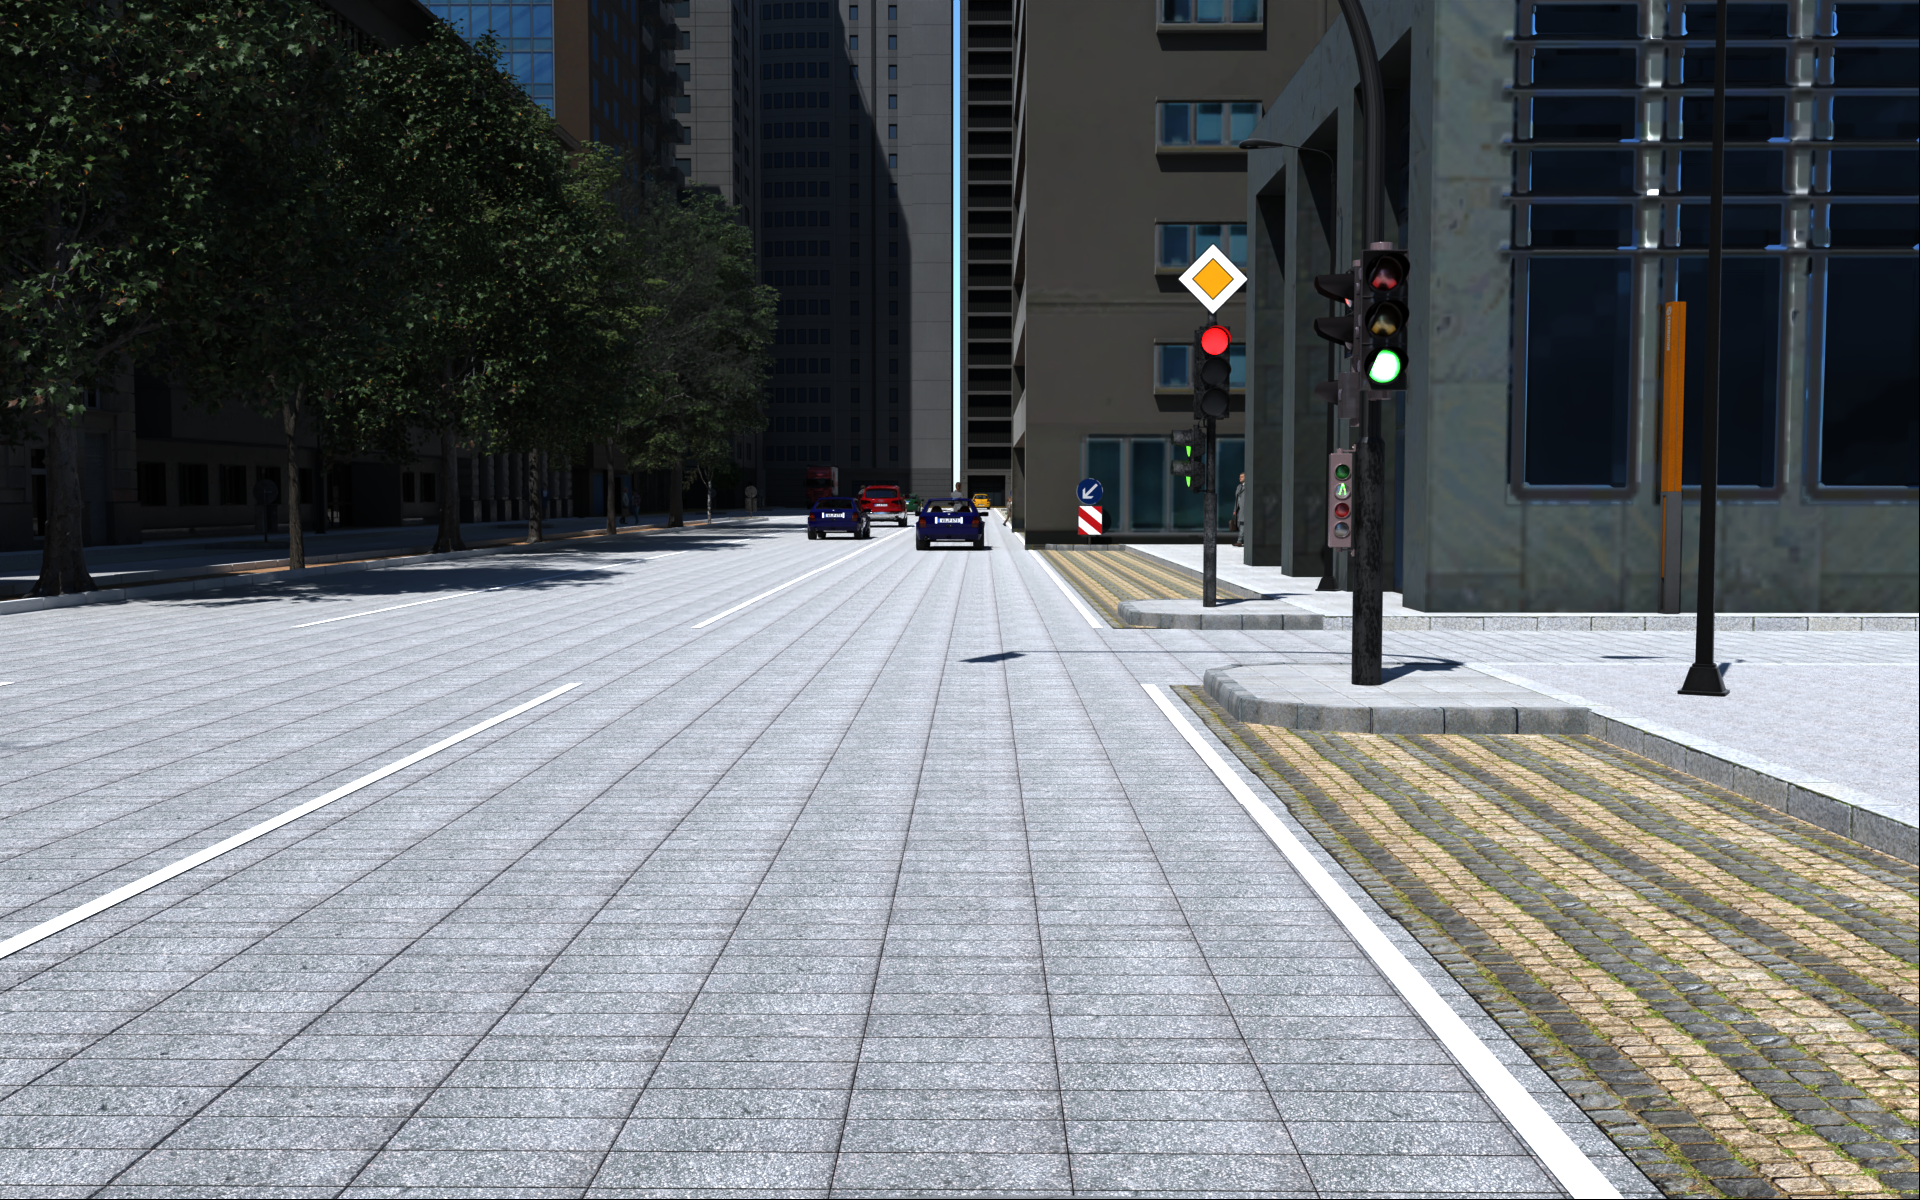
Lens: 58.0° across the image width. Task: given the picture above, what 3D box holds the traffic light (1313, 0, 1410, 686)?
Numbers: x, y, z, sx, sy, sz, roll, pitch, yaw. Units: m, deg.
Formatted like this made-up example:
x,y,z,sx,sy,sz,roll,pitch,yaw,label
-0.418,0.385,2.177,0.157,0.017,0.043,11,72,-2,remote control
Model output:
x,y,z,sx,sy,sz,roll,pitch,yaw,label
0.625,-2.252,11.482,4.771,5.953,1.251,0,4,1,traffic light

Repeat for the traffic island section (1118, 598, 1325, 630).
x,y,z,sx,sy,sz,roll,pitch,yaw,label
2.859,0.158,19.695,2.009,0.180,2.903,0,4,1,traffic island section

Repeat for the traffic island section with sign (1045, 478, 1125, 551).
x,y,z,sx,sy,sz,roll,pitch,yaw,label
3.171,-2.185,44.357,1.989,1.847,2.006,0,4,1,traffic island section with sign

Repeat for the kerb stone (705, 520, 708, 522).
x,y,z,sx,sy,sz,roll,pitch,yaw,label
-12.680,-3.872,85.520,0.120,0.150,1.000,0,4,1,kerb stone

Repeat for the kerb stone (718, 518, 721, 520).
x,y,z,sx,sy,sz,roll,pitch,yaw,label
-12.628,-4.124,89.623,0.120,0.150,1.000,0,4,1,kerb stone

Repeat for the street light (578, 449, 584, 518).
x,y,z,sx,sy,sz,roll,pitch,yaw,label
-19.528,-7.283,91.613,1.470,5.913,1.316,0,4,1,street light

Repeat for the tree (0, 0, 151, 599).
x,y,z,sx,sy,sz,roll,pitch,yaw,label
-12.349,-6.372,23.649,9.611,12.733,9.660,0,3,0,tree

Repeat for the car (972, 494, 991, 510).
x,y,z,sx,sy,sz,roll,pitch,yaw,label
1.908,-9.206,160.746,2.015,1.641,3.980,0,4,-1,car

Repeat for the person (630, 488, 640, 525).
x,y,z,sx,sy,sz,roll,pitch,yaw,label
-14.809,-4.269,79.135,0.563,1.720,0.643,3,5,42,person

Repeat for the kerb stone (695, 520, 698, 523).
x,y,z,sx,sy,sz,roll,pitch,yaw,label
-12.733,-3.684,82.436,0.120,0.150,1.000,0,4,1,kerb stone

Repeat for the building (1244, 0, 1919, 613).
x,y,z,sx,sy,sz,roll,pitch,yaw,label
20.668,-43.692,27.033,31.000,86.520,22.319,0,4,1,building

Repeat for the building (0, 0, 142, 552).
x,y,z,sx,sy,sz,roll,pitch,yaw,label
-26.770,-14.330,31.565,12.463,27.353,25.104,0,4,1,building

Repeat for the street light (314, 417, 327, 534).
x,y,z,sx,sy,sz,roll,pitch,yaw,label
-20.100,-5.087,55.714,1.470,5.913,1.316,0,4,1,street light

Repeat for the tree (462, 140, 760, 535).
x,y,z,sx,sy,sz,roll,pitch,yaw,label
-12.141,-8.997,59.931,12.009,13.543,11.850,0,3,0,tree

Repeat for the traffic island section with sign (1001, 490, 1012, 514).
x,y,z,sx,sy,sz,roll,pitch,yaw,label
4.508,-8.559,148.560,1.989,1.847,2.006,0,4,1,traffic island section with sign

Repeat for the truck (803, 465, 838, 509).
x,y,z,sx,sy,sz,roll,pitch,yaw,label
-13.298,-10.875,166.725,2.839,4.237,11.283,0,4,-1,truck

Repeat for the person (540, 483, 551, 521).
x,y,z,sx,sy,sz,roll,pitch,yaw,label
-19.989,-4.726,83.329,0.581,1.822,0.654,0,4,-8,person

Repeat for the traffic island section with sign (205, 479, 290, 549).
x,y,z,sx,sy,sz,roll,pitch,yaw,label
-18.428,-2.253,45.465,1.989,1.847,2.006,0,4,1,traffic island section with sign

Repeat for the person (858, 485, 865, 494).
x,y,z,sx,sy,sz,roll,pitch,yaw,label
-4.515,-4.503,81.924,0.447,1.846,0.655,1,4,21,person

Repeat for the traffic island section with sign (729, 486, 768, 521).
x,y,z,sx,sy,sz,roll,pitch,yaw,label
-11.510,-5.293,94.683,2.006,1.907,1.989,0,4,1,traffic island section with sign

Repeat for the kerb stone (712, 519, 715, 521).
x,y,z,sx,sy,sz,roll,pitch,yaw,label
-12.657,-3.998,87.568,0.120,0.150,1.000,0,4,1,kerb stone

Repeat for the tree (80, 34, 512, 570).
x,y,z,sx,sy,sz,roll,pitch,yaw,label
-12.356,-5.843,32.404,8.767,10.594,7.601,0,4,1,tree

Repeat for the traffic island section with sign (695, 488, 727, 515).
x,y,z,sx,sy,sz,roll,pitch,yaw,label
-17.461,-6.917,121.725,1.989,1.847,2.006,0,4,1,traffic island section with sign

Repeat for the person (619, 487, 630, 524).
x,y,z,sx,sy,sz,roll,pitch,yaw,label
-15.915,-4.470,82.067,0.515,1.767,0.782,-1,4,-10,person

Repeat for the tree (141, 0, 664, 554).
x,y,z,sx,sy,sz,roll,pitch,yaw,label
-12.292,-7.464,41.495,9.611,12.733,9.660,0,3,0,tree

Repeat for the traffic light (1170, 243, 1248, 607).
x,y,z,sx,sy,sz,roll,pitch,yaw,label
2.819,-1.875,19.581,0.839,4.253,0.868,0,4,1,traffic light

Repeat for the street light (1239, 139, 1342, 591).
x,y,z,sx,sy,sz,roll,pitch,yaw,label
4.348,-3.075,22.820,1.470,5.913,1.316,0,4,1,street light

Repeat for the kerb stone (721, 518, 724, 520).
x,y,z,sx,sy,sz,roll,pitch,yaw,label
-12.618,-4.184,90.648,0.120,0.150,1.000,0,4,1,kerb stone

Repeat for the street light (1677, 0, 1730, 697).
x,y,z,sx,sy,sz,roll,pitch,yaw,label
4.244,-2.351,10.978,1.470,5.913,1.316,0,4,1,street light

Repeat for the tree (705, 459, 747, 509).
x,y,z,sx,sy,sz,roll,pitch,yaw,label
-19.627,-9.878,145.224,4.285,4.588,4.351,0,3,0,tree

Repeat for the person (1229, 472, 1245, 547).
x,y,z,sx,sy,sz,roll,pitch,yaw,label
6.846,-2.200,42.120,0.767,1.812,0.694,-2,4,-33,person

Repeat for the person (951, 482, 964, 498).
x,y,z,sx,sy,sz,roll,pitch,yaw,label
-0.009,-2.627,51.729,0.520,1.790,0.573,2,4,24,person

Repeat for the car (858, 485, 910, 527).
x,y,z,sx,sy,sz,roll,pitch,yaw,label
-3.375,-4.138,76.326,2.281,1.827,5.304,0,4,0,car

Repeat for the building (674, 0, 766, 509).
x,y,z,sx,sy,sz,roll,pitch,yaw,label
-29.751,-44.145,160.020,20.611,71.187,20.563,0,4,1,building

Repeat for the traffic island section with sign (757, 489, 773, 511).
x,y,z,sx,sy,sz,roll,pitch,yaw,label
-17.118,-8.566,148.678,1.989,1.847,2.006,0,4,1,traffic island section with sign

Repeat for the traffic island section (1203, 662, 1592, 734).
x,y,z,sx,sy,sz,roll,pitch,yaw,label
2.758,0.647,11.710,2.009,0.180,2.903,0,4,1,traffic island section

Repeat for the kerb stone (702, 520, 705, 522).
x,y,z,sx,sy,sz,roll,pitch,yaw,label
-12.699,-3.811,84.498,0.120,0.150,1.000,0,4,1,kerb stone

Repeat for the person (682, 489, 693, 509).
x,y,z,sx,sy,sz,roll,pitch,yaw,label
-22.954,-8.463,144.542,1.348,1.807,0.705,1,4,14,person

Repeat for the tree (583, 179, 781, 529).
x,y,z,sx,sy,sz,roll,pitch,yaw,label
-11.715,-9.897,70.925,9.857,13.997,8.962,0,3,0,tree

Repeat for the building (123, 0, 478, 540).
x,y,z,sx,sy,sz,roll,pitch,yaw,label
-27.997,-14.716,59.671,14.314,24.678,30.058,0,4,1,building

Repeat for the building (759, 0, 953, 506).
x,y,z,sx,sy,sz,roll,pitch,yaw,label
-14.776,-39.521,188.168,28.212,58.520,21.231,0,4,1,building

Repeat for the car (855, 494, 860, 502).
x,y,z,sx,sy,sz,roll,pitch,yaw,label
-8.440,-8.829,153.393,2.155,1.783,4.494,0,4,1,car

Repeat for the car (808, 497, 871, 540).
x,y,z,sx,sy,sz,roll,pitch,yaw,label
-3.863,-2.636,55.684,1.945,1.354,3.894,0,4,2,car

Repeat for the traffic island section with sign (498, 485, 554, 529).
x,y,z,sx,sy,sz,roll,pitch,yaw,label
-18.087,-3.902,72.418,1.989,1.847,2.006,0,4,1,traffic island section with sign

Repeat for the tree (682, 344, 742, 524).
x,y,z,sx,sy,sz,roll,pitch,yaw,label
-11.511,-7.746,79.468,4.360,8.622,3.978,0,3,0,tree

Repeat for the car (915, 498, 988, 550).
x,y,z,sx,sy,sz,roll,pitch,yaw,label
-0.231,-2.006,45.380,1.945,1.354,3.894,0,4,1,car

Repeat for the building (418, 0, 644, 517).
x,y,z,sx,sy,sz,roll,pitch,yaw,label
-27.056,-27.621,101.716,14.600,45.320,14.200,0,4,1,building

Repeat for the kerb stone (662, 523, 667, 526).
x,y,z,sx,sy,sz,roll,pitch,yaw,label
-12.830,-3.182,74.228,0.120,0.150,1.000,0,4,1,kerb stone

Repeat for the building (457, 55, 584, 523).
x,y,z,sx,sy,sz,roll,pitch,yaw,label
-26.018,-15.643,84.638,11.050,23.489,19.941,0,4,1,building

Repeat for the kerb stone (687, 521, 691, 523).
x,y,z,sx,sy,sz,roll,pitch,yaw,label
-12.743,-3.559,80.382,0.120,0.150,1.000,0,4,1,kerb stone

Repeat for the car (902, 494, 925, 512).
x,y,z,sx,sy,sz,roll,pitch,yaw,label
-3.570,-6.649,120.501,2.131,1.459,4.920,0,4,2,car

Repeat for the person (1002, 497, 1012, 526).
x,y,z,sx,sy,sz,roll,pitch,yaw,label
2.185,-3.913,76.751,0.640,1.303,0.475,-1,4,-21,person

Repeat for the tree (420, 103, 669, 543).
x,y,z,sx,sy,sz,roll,pitch,yaw,label
-12.384,-7.923,50.133,7.486,12.596,7.792,0,3,0,tree

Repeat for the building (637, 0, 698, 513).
x,y,z,sx,sy,sz,roll,pitch,yaw,label
-32.149,-30.847,123.955,23.786,49.044,30.456,0,4,1,building

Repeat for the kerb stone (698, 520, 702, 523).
x,y,z,sx,sy,sz,roll,pitch,yaw,label
-12.715,-3.743,83.468,0.120,0.150,1.000,0,4,1,kerb stone

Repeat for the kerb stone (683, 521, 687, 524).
x,y,z,sx,sy,sz,roll,pitch,yaw,label
-12.760,-3.496,79.360,0.120,0.150,1.000,0,4,1,kerb stone

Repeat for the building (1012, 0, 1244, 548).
x,y,z,sx,sy,sz,roll,pitch,yaw,label
12.455,-26.260,53.051,21.300,48.544,21.600,0,4,1,building

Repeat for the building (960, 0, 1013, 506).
x,y,z,sx,sy,sz,roll,pitch,yaw,label
10.414,-45.793,186.961,20.611,71.187,20.563,0,4,1,building

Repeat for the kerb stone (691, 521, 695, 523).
x,y,z,sx,sy,sz,roll,pitch,yaw,label
-12.724,-3.622,81.414,0.120,0.150,1.000,0,4,1,kerb stone
